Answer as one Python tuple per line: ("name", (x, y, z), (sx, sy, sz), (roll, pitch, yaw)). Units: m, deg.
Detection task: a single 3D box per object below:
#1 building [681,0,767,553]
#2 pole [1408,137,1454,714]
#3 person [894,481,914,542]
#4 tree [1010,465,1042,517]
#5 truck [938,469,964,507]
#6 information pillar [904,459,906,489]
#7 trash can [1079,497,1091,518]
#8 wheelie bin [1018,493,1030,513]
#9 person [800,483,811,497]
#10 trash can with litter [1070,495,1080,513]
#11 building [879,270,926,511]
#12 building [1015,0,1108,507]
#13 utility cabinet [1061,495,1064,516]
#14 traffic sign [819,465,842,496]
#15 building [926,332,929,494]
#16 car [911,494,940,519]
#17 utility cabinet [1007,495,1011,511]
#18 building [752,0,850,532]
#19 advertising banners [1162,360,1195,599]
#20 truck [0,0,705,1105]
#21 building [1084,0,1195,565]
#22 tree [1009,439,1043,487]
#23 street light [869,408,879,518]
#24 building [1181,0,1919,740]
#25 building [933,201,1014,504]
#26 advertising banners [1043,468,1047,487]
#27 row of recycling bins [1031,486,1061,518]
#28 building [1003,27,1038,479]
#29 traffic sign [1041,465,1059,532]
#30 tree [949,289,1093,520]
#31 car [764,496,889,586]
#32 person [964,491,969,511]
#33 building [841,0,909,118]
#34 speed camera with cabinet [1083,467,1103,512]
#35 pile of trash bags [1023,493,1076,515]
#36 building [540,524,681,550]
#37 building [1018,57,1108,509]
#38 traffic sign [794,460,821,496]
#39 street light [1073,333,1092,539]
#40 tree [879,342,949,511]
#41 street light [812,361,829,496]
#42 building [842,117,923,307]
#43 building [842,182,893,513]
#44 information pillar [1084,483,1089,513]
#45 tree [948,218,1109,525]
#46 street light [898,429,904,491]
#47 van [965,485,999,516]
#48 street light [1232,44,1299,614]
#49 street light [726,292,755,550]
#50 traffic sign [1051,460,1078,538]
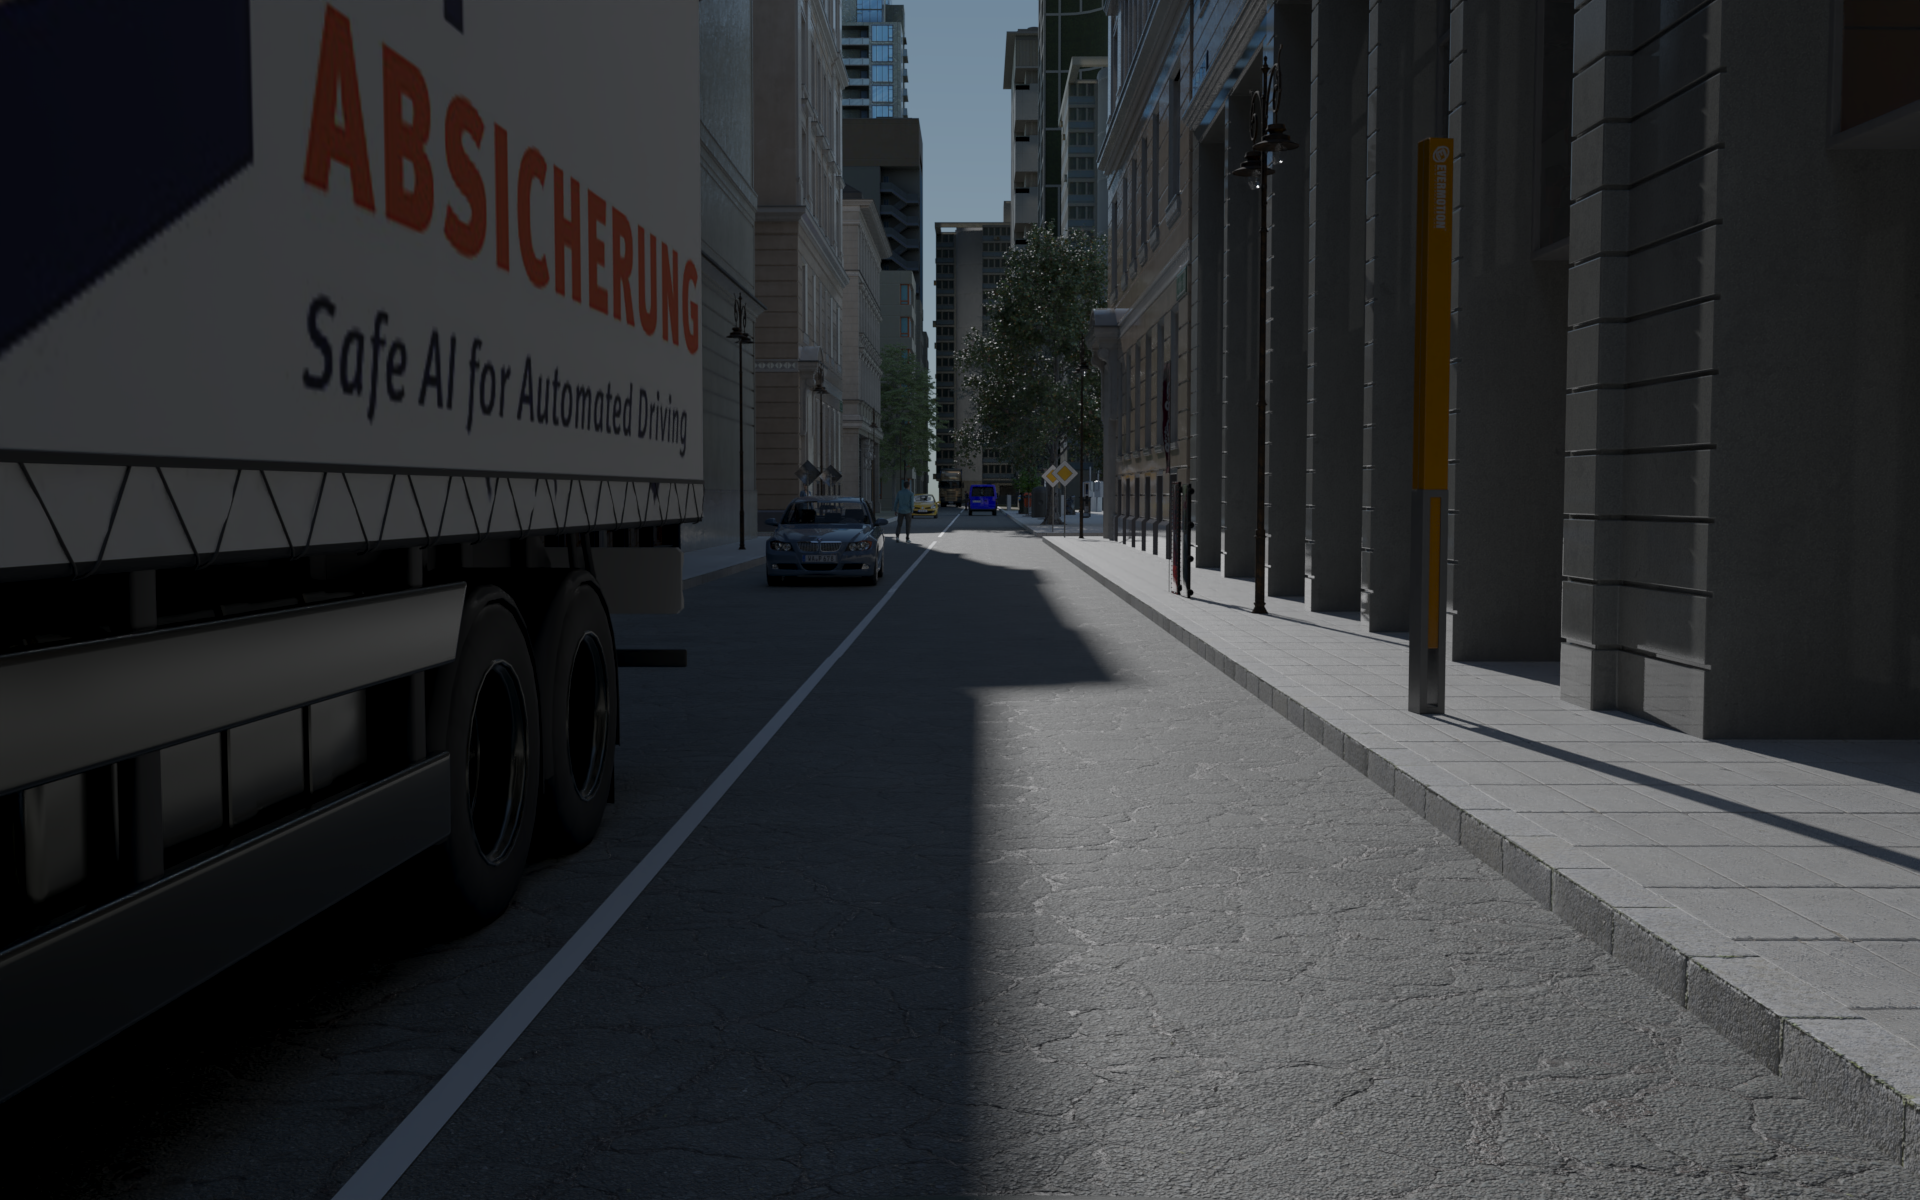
("building", (-20.183, -12.794, 42.469), (30.059, 22.955, 16.112), (0, 4, 1))
("pole", (2.738, -0.992, 10.067), (0.158, 3.312, 0.155), (0, 3, 0))
("person", (-1.675, -2.616, 51.291), (0.660, 1.820, 0.620), (1, 4, 17))
("tree", (3.963, -7.081, 110.379), (1.663, 3.219, 1.824), (0, 3, 0))
("truck", (-0.992, -12.521, 193.634), (2.839, 4.237, 11.283), (0, 3, 0))
("information pillar", (-3.691, -7.660, 116.590), (0.183, 3.616, 0.504), (0, 4, 6))
("trash can", (6.697, -4.956, 92.684), (0.748, 1.137, 0.748), (0, 3, 0))
("wheelie bin", (4.250, -6.439, 113.183), (0.980, 1.594, 0.693), (-3, 5, -44))
("person", (-5.024, -2.918, 56.236), (0.581, 1.822, 0.654), (-2, 4, -28))
("trash can with litter", (8.102, -6.707, 120.721), (1.678, 1.210, 2.233), (2, 4, 30))
("building", (-17.392, -18.577, 148.765), (27.650, 21.520, 28.899), (0, 4, 1))
("building", (16.018, -44.781, 170.414), (20.563, 71.187, 20.611), (0, 4, 1))
("utility cabinet", (5.713, -5.581, 102.404), (0.306, 1.237, 1.020), (3, 5, 43))
("traffic sign", (-4.394, -3.380, 58.906), (0.795, 2.450, 0.064), (0, 4, 1))
("building", (-17.428, -20.401, 178.599), (27.650, 21.520, 28.899), (0, 4, 1))
("car", (-2.166, -5.648, 102.575), (2.015, 1.641, 3.980), (0, 4, 0))
("utility cabinet", (3.773, -7.471, 133.317), (0.306, 1.237, 1.020), (0, 4, -1))
("building", (-11.518, -17.247, 67.895), (13.634, 28.700, 20.117), (0, 4, 1))
("advertising banners", (2.768, -1.585, 22.099), (0.090, 3.025, 2.074), (0, 4, -2))
("truck", (-2.756, -0.903, 3.675), (2.839, 4.237, 11.283), (0, 4, 2))
("building", (10.337, -15.554, 40.213), (13.634, 28.700, 20.117), (0, 4, 1))
("tree", (5.038, -11.285, 134.865), (4.360, 8.622, 3.978), (0, 3, 0))
("street light", (-4.545, -7.262, 91.529), (0.468, 5.910, 1.993), (0, 4, 1))
("building", (9.332, -14.543, 15.276), (11.434, 29.767, 29.804), (0, 4, 1))
("building", (8.450, -33.045, 232.166), (23.993, 40.220, 32.217), (0, 4, 1))
("advertising banners", (6.080, -7.360, 116.522), (0.090, 3.025, 2.074), (2, 4, 30))
("row of recycling bins", (4.714, -5.385, 95.153), (1.069, 1.692, 3.534), (1, 4, 20))
("building", (19.357, -37.047, 194.953), (28.713, 52.752, 27.495), (0, 4, 1))
("traffic sign", (3.150, -3.374, 58.811), (0.795, 2.450, 0.064), (0, 4, 1))
("tree", (4.356, -10.821, 87.286), (12.009, 13.543, 11.850), (0, 3, 0))
("car", (-2.173, -1.018, 28.640), (2.014, 1.417, 4.499), (0, 4, -1))
("person", (0.648, -8.648, 150.693), (0.445, 1.727, 0.742), (-3, 5, -44))
("building", (-19.823, -55.940, 227.282), (31.000, 86.520, 22.319), (0, 4, 1))
("speed camera with cabinet", (9.648, -8.069, 126.263), (0.660, 3.252, 2.038), (2, 4, 33))
("pile of trash bags", (5.527, -5.923, 106.596), (3.447, 1.369, 1.912), (1, 4, 19))
("building", (-11.420, -11.866, 23.686), (12.332, 23.373, 15.834), (0, 4, 1))
("building", (21.276, -27.931, 148.549), (32.217, 40.220, 23.993), (0, 4, 1))
("traffic sign", (-4.473, -2.892, 50.921), (0.795, 2.450, 0.064), (0, 4, 1))
("street light", (3.506, -4.715, 49.879), (0.468, 5.910, 1.993), (0, 4, 1))
("tree", (-4.540, -12.953, 129.911), (7.486, 12.596, 7.792), (0, 3, 0))
("street light", (-4.810, -5.340, 60.092), (0.468, 5.910, 1.993), (0, 4, 1))
("building", (-11.623, -33.782, 202.442), (14.200, 45.320, 14.600), (0, 4, 1))
("building", (-10.053, -15.135, 98.368), (10.553, 20.767, 40.483), (0, 4, 1))
("information pillar", (8.468, -6.813, 115.881), (0.304, 2.012, 0.304), (0, 4, -6))
("tree", (3.992, -9.484, 72.065), (9.611, 12.733, 9.660), (0, 3, 0))
("street light", (-4.222, -9.200, 123.199), (0.468, 5.910, 1.993), (0, 4, 1))
("van", (1.494, -6.815, 115.814), (2.240, 2.365, 5.245), (0, 3, 0))
("street light", (3.222, -2.792, 18.443), (0.468, 5.910, 1.993), (0, 4, 1))
("street light", (-5.035, -4.102, 39.853), (0.468, 5.910, 1.993), (0, 4, 1))
("traffic sign", (3.071, -2.886, 50.826), (0.795, 2.450, 0.064), (0, 4, 1))
